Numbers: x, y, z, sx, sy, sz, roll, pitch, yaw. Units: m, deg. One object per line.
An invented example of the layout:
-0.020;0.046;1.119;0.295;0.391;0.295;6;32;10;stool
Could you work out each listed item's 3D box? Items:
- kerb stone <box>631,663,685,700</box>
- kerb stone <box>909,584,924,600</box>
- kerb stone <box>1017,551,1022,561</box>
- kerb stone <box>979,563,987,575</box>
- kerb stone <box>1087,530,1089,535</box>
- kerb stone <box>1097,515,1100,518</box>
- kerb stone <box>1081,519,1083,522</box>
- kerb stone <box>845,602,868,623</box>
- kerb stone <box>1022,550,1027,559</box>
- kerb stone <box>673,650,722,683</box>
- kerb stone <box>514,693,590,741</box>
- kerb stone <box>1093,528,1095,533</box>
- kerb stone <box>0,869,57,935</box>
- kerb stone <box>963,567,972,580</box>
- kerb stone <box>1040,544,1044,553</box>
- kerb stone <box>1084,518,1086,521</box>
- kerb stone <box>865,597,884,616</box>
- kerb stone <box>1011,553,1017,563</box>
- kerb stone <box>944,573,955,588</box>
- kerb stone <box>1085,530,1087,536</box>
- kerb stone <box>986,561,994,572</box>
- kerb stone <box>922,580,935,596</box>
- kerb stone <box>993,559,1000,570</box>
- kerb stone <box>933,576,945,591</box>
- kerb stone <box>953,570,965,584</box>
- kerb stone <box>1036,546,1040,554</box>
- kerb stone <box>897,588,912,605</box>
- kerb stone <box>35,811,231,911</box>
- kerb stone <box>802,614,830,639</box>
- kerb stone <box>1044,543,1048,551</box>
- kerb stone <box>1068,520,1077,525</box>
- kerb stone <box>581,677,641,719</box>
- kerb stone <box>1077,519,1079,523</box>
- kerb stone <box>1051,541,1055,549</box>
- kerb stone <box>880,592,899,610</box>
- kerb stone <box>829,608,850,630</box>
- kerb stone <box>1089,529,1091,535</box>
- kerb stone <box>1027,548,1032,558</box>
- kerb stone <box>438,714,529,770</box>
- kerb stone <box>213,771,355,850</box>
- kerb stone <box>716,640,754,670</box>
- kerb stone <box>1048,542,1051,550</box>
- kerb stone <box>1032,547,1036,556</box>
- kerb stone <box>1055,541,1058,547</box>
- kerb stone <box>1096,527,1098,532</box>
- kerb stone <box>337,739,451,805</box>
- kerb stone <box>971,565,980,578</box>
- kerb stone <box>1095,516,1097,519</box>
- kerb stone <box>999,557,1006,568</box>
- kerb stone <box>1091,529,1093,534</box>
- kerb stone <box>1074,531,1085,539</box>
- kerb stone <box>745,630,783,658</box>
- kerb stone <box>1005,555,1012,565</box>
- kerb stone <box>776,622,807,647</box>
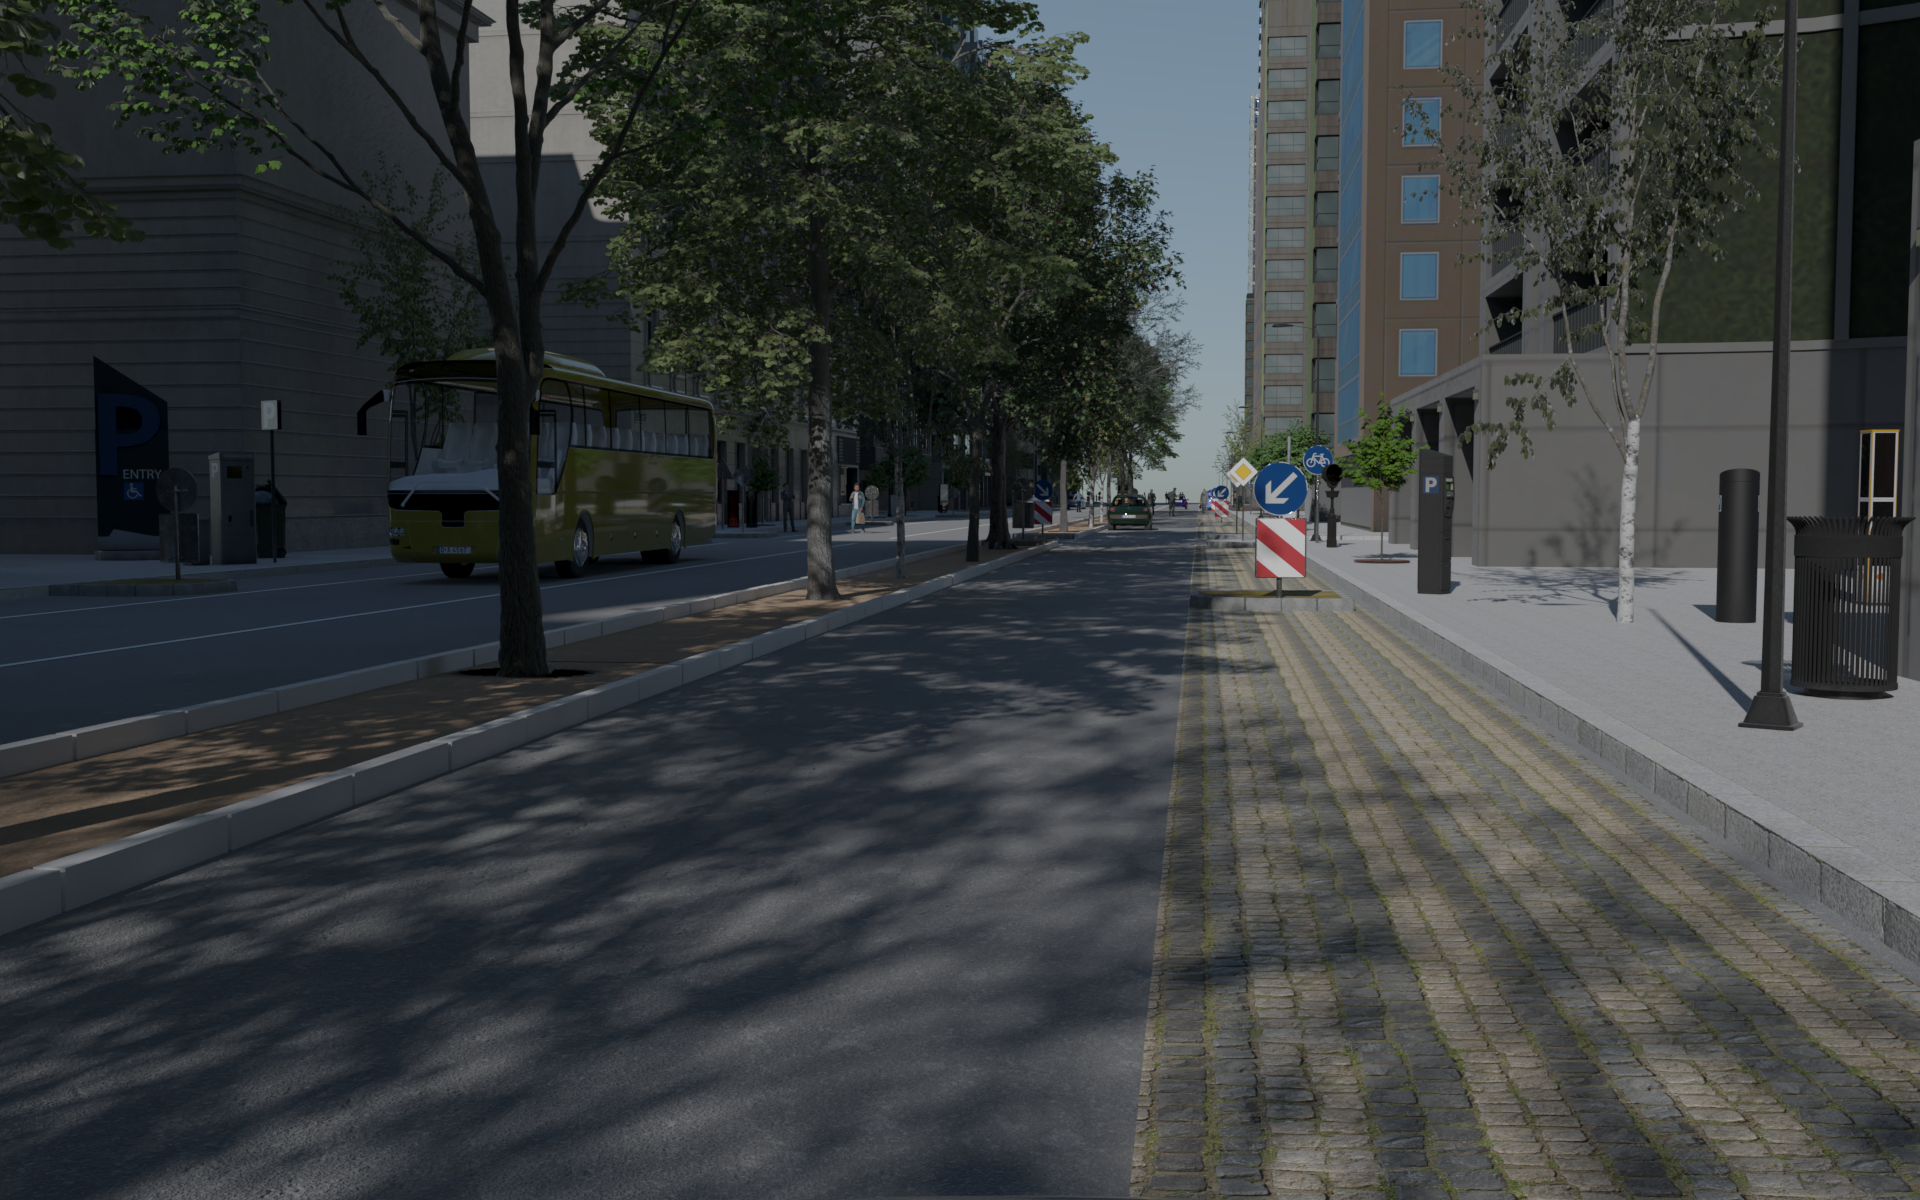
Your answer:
-2.216;0.595;12.528;0.120;0.150;1.000;0;4;8;kerb stone
-0.662;-0.087;23.708;0.120;0.150;1.000;0;4;8;kerb stone
1.166;-0.901;36.928;0.120;0.150;1.000;0;4;8;kerb stone
0.320;-0.528;30.821;0.120;0.150;1.000;0;4;8;kerb stone
4.189;-2.237;58.775;0.120;0.150;1.000;0;4;8;kerb stone
8.161;-4.920;102.695;0.120;0.150;1.000;0;4;8;kerb stone
5.923;-3.932;86.476;0.120;0.150;1.000;0;4;8;kerb stone
-1.226;0.156;19.642;0.120;0.150;1.000;0;4;8;kerb stone
1.305;-0.963;37.951;0.120;0.150;1.000;0;4;8;kerb stone
-2.075;0.529;13.546;0.120;0.150;1.000;0;4;8;kerb stone
-2.494;0.715;10.502;0.120;0.150;1.000;0;4;8;kerb stone
4.623;-2.424;61.829;0.120;0.150;1.000;0;4;8;kerb stone
-3.201;1.027;5.432;0.120;0.150;1.000;0;4;8;kerb stone
0.038;-0.404;28.795;0.120;0.150;1.000;0;4;8;kerb stone
1.872;-1.212;42.012;0.120;0.150;1.000;0;4;8;kerb stone
6.199;-4.048;88.502;0.120;0.150;1.000;0;4;8;kerb stone
-1.085;0.096;20.656;0.120;0.150;1.000;0;4;8;kerb stone
1.026;-0.838;35.916;0.120;0.150;1.000;0;4;8;kerb stone
-0.249;-0.280;26.767;0.120;0.150;1.000;0;4;8;kerb stone
4.049;-2.171;57.763;0.120;0.150;1.000;0;4;8;kerb stone
0.453;-0.590;31.836;0.120;0.150;1.000;0;4;8;kerb stone
-0.522;-0.147;24.735;0.120;0.150;1.000;0;4;8;kerb stone
0.600;-0.652;32.856;0.120;0.150;1.000;0;4;8;kerb stone
-0.389;-0.214;25.748;0.120;0.150;1.000;0;4;8;kerb stone
-0.094;-0.342;27.782;0.120;0.150;1.000;0;4;8;kerb stone
1.733;-1.150;40.995;0.120;0.150;1.000;0;4;8;kerb stone
-0.805;-0.025;22.695;0.120;0.150;1.000;0;4;8;kerb stone
-3.058;0.963;6.445;0.120;0.150;1.000;0;4;8;kerb stone
-1.511;0.282;17.608;0.120;0.150;1.000;0;4;8;kerb stone
2.014;-1.269;43.025;0.120;0.150;1.000;0;4;8;kerb stone
5.353;-3.684;82.428;0.120;0.150;1.000;0;4;8;kerb stone
-2.354;0.656;11.515;0.120;0.150;1.000;0;4;8;kerb stone
5.495;-3.745;83.440;0.120;0.150;1.000;0;4;8;kerb stone
2.294;-1.391;45.051;0.120;0.150;1.000;0;4;8;kerb stone
-0.941;0.032;21.677;0.120;0.150;1.000;0;4;8;kerb stone
-1.368;0.227;18.624;0.120;0.150;1.000;0;4;8;kerb stone
4.332;-2.299;59.787;0.120;0.150;1.000;0;4;8;kerb stone
1.452;-1.025;38.963;0.120;0.150;1.000;0;4;8;kerb stone
-2.627;0.779;9.489;0.120;0.150;1.000;0;4;8;kerb stone
-2.918;0.905;7.465;0.120;0.150;1.000;0;4;8;kerb stone
-1.936;0.472;14.559;0.120;0.150;1.000;0;4;8;kerb stone
2.152;-1.333;44.038;0.120;0.150;1.000;0;4;8;kerb stone
1.588;-1.087;39.976;0.120;0.150;1.000;0;4;8;kerb stone
2.435;-1.460;46.073;0.120;0.150;1.000;0;4;8;kerb stone
4.902;-2.548;63.859;0.120;0.150;1.000;0;4;8;kerb stone
-2.777;0.841;8.477;0.120;0.150;1.000;0;4;8;kerb stone
0.174;-0.466;29.809;0.120;0.150;1.000;0;4;8;kerb stone
7.468;-4.614;97.627;0.120;0.150;1.000;0;4;8;kerb stone
0.742;-0.709;33.873;0.120;0.150;1.000;0;4;8;kerb stone
4.481;-2.362;60.807;0.120;0.150;1.000;0;4;8;kerb stone
3.916;-2.113;56.747;0.120;0.150;1.000;0;4;8;kerb stone
-1.792;0.405;15.571;0.120;0.150;1.000;0;4;8;kerb stone
0.876;-0.773;34.896;0.120;0.150;1.000;0;4;8;kerb stone
-1.656;0.343;16.584;0.120;0.150;1.000;0;4;8;kerb stone
